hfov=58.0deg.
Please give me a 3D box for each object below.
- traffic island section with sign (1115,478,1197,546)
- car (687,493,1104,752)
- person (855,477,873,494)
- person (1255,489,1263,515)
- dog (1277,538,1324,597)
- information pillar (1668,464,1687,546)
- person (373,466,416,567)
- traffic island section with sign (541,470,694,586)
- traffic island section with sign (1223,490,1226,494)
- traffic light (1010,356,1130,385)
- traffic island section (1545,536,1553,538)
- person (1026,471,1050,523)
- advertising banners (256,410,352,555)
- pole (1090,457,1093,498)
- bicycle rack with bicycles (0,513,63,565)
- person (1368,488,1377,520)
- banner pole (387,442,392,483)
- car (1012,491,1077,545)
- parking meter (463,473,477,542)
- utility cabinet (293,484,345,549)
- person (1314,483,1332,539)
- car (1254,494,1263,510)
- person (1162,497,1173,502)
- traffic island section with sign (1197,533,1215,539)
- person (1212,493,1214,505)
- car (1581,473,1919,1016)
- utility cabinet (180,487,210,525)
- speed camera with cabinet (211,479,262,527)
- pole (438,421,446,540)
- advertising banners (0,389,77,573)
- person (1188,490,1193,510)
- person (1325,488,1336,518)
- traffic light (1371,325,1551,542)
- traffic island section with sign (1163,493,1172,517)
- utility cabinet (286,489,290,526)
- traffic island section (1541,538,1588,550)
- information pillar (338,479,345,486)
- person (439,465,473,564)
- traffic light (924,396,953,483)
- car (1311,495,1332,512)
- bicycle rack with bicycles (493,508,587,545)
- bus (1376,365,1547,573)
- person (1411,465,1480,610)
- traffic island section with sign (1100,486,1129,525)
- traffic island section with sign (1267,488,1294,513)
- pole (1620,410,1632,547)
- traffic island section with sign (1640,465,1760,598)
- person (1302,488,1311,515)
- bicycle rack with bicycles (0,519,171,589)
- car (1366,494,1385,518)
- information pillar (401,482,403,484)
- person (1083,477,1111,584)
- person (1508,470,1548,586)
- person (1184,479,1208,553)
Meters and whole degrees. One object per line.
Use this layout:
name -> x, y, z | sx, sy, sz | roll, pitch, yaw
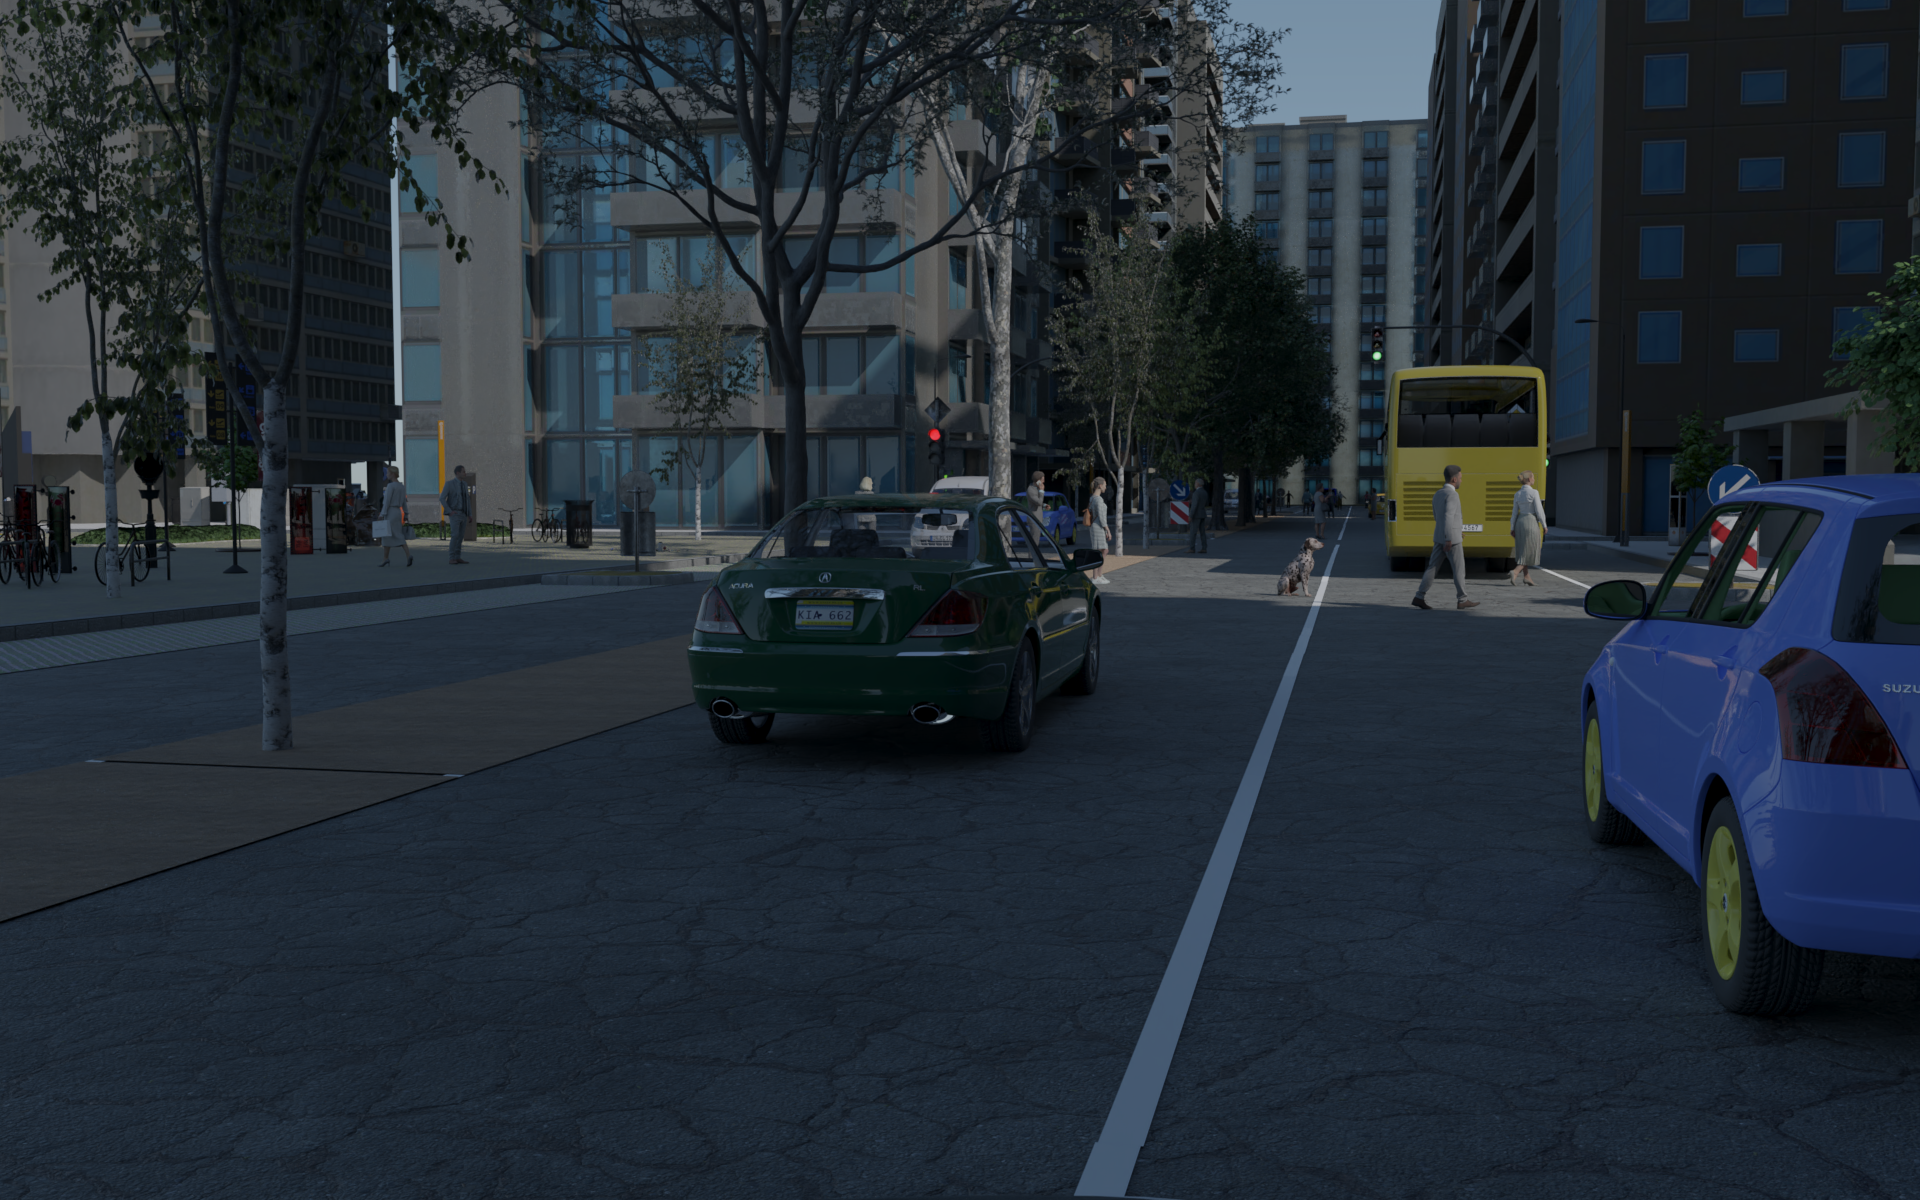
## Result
traffic island section with sign -> 5.514, -2.490, 48.844 | 2.006, 1.907, 1.989 | 1, 4, 13
car -> -0.210, 0.037, 11.191 | 2.131, 1.459, 4.920 | 1, 4, 12
person -> -2.038, -1.757, 37.406 | 0.537, 1.800, 0.526 | 2, 4, 25
person -> 20.464, -6.753, 119.089 | 0.721, 1.800, 0.419 | 2, 4, 34
dog -> 4.707, -0.466, 24.463 | 0.513, 0.831, 0.800 | -1, 4, -23
information pillar -> 17.667, -2.332, 42.614 | 0.304, 2.012, 0.304 | -2, 4, -35
person -> -9.962, -1.476, 30.521 | 0.624, 1.780, 0.694 | 2, 4, 31
traffic island section with sign -> -5.393, -1.176, 27.850 | 1.989, 1.847, 2.006 | 1, 4, 13
traffic island section with sign -> 24.112, -9.071, 156.933 | 1.989, 1.847, 2.006 | 1, 4, 13
traffic light -> 3.200, -5.049, 57.222 | 4.771, 5.953, 1.251 | 1, 4, 13
traffic island section -> 17.327, -1.946, 54.098 | 2.009, 0.180, 2.903 | 1, 4, 13
person -> 1.448, -1.449, 31.995 | 0.447, 1.846, 0.655 | 0, 4, 4
advertising banners -> -13.941, -2.476, 36.678 | 2.074, 3.025, 0.090 | -3, 5, -42
pole -> 6.744, -5.801, 88.697 | 0.158, 3.312, 0.155 | 0, 3, 0
bicycle rack with bicycles -> -19.358, -1.234, 33.559 | 2.852, 0.926, 2.925 | 0, 4, 8
person -> 22.741, -5.304, 95.582 | 0.532, 1.782, 0.716 | 1, 4, 10
banner pole -> -27.197, -5.667, 82.669 | 0.401, 3.779, 0.863 | -2, 4, -27
car -> 2.110, -2.336, 47.789 | 1.945, 1.707, 3.694 | 1, 4, 15
parking meter -> -13.273, -2.518, 46.876 | 0.255, 1.863, 0.399 | 0, 4, 5
utility cabinet -> -14.807, -1.920, 40.077 | 1.173, 1.500, 0.318 | 1, 4, 15
person -> 11.501, -2.808, 54.773 | 0.532, 1.782, 0.716 | -1, 4, -9
car -> 25.827, -8.637, 153.019 | 2.131, 1.459, 4.920 | 1, 4, 12
person -> 13.704, -6.451, 114.320 | 0.623, 1.781, 0.721 | -2, 4, -32
traffic island section with sign -> 7.173, -2.931, 56.063 | 2.006, 1.907, 1.989 | 1, 4, 13
person -> 15.013, -5.581, 102.346 | 0.523, 1.515, 0.503 | 0, 4, 3
car -> 3.193, 0.227, 5.887 | 1.945, 1.707, 3.694 | 1, 4, 12
utility cabinet -> -23.963, -2.786, 54.234 | 1.173, 1.500, 0.318 | 3, 4, 36
speed camera with cabinet -> -22.318, -3.630, 53.688 | 0.660, 3.252, 2.038 | 1, 4, 13
pole -> -14.400, -3.320, 48.128 | 0.158, 3.312, 0.155 | 0, 3, 0
advertising banners -> -15.235, -1.961, 28.246 | 2.074, 3.025, 0.090 | 1, 4, 22
person -> 14.575, -6.158, 109.576 | 0.834, 1.777, 0.661 | 2, 4, 31
person -> 22.160, -5.803, 103.550 | 0.661, 1.801, 0.590 | 0, 4, 5
traffic light -> 13.452, -4.395, 46.533 | 4.771, 5.953, 1.251 | 1, 4, 13
traffic island section with sign -> 13.015, -6.102, 108.396 | 1.989, 1.847, 2.006 | 1, 4, 13
utility cabinet -> -27.145, -3.716, 69.442 | 0.318, 1.500, 1.173 | 0, 4, 3
traffic island section -> 15.548, -1.470, 46.313 | 2.009, 0.180, 2.903 | 1, 4, 13
information pillar -> -30.122, -4.884, 84.353 | 0.304, 2.012, 0.304 | -1, 4, -16
person -> -9.242, -1.572, 31.847 | 0.391, 1.810, 0.635 | 1, 4, 20
traffic light -> -0.639, -3.728, 49.869 | 0.839, 4.253, 0.868 | 1, 4, 13
car -> 29.501, -7.871, 141.264 | 1.945, 1.354, 3.894 | 1, 4, 11
bicycle rack with bicycles -> -11.052, -1.951, 45.281 | 2.852, 0.926, 2.925 | -1, 4, -21
bus -> 9.783, -2.628, 34.517 | 2.896, 3.916, 12.252 | 1, 4, 13
person -> 6.032, -0.778, 21.501 | 0.850, 1.792, 0.678 | -1, 4, -11
traffic island section with sign -> 6.922, -4.470, 81.709 | 1.989, 1.847, 2.006 | 1, 4, 13
traffic island section with sign -> 23.907, -7.412, 129.322 | 2.006, 1.907, 1.989 | 1, 4, 13
pole -> 16.246, -2.961, 42.250 | 0.158, 3.312, 0.155 | 0, 3, 0
traffic island section with sign -> 10.496, -0.948, 24.129 | 1.989, 1.847, 2.006 | 1, 4, 13
person -> 23.374, -6.628, 116.889 | 0.660, 1.820, 0.620 | 1, 4, 18
bicycle rack with bicycles -> -12.602, -0.684, 24.560 | 2.852, 0.926, 2.925 | -1, 4, -8
car -> 25.414, -5.737, 104.019 | 2.015, 1.641, 3.980 | 1, 4, 12
information pillar -> -34.054, -6.172, 105.407 | 0.304, 2.012, 0.304 | -1, 4, -9
person -> 2.207, -1.107, 27.608 | 0.522, 1.701, 0.512 | -1, 4, -14
person -> 8.737, -1.105, 26.801 | 0.641, 1.798, 0.478 | -1, 4, -22
person -> 5.709, -2.037, 41.986 | 0.590, 1.801, 0.661 | 3, 4, 38
